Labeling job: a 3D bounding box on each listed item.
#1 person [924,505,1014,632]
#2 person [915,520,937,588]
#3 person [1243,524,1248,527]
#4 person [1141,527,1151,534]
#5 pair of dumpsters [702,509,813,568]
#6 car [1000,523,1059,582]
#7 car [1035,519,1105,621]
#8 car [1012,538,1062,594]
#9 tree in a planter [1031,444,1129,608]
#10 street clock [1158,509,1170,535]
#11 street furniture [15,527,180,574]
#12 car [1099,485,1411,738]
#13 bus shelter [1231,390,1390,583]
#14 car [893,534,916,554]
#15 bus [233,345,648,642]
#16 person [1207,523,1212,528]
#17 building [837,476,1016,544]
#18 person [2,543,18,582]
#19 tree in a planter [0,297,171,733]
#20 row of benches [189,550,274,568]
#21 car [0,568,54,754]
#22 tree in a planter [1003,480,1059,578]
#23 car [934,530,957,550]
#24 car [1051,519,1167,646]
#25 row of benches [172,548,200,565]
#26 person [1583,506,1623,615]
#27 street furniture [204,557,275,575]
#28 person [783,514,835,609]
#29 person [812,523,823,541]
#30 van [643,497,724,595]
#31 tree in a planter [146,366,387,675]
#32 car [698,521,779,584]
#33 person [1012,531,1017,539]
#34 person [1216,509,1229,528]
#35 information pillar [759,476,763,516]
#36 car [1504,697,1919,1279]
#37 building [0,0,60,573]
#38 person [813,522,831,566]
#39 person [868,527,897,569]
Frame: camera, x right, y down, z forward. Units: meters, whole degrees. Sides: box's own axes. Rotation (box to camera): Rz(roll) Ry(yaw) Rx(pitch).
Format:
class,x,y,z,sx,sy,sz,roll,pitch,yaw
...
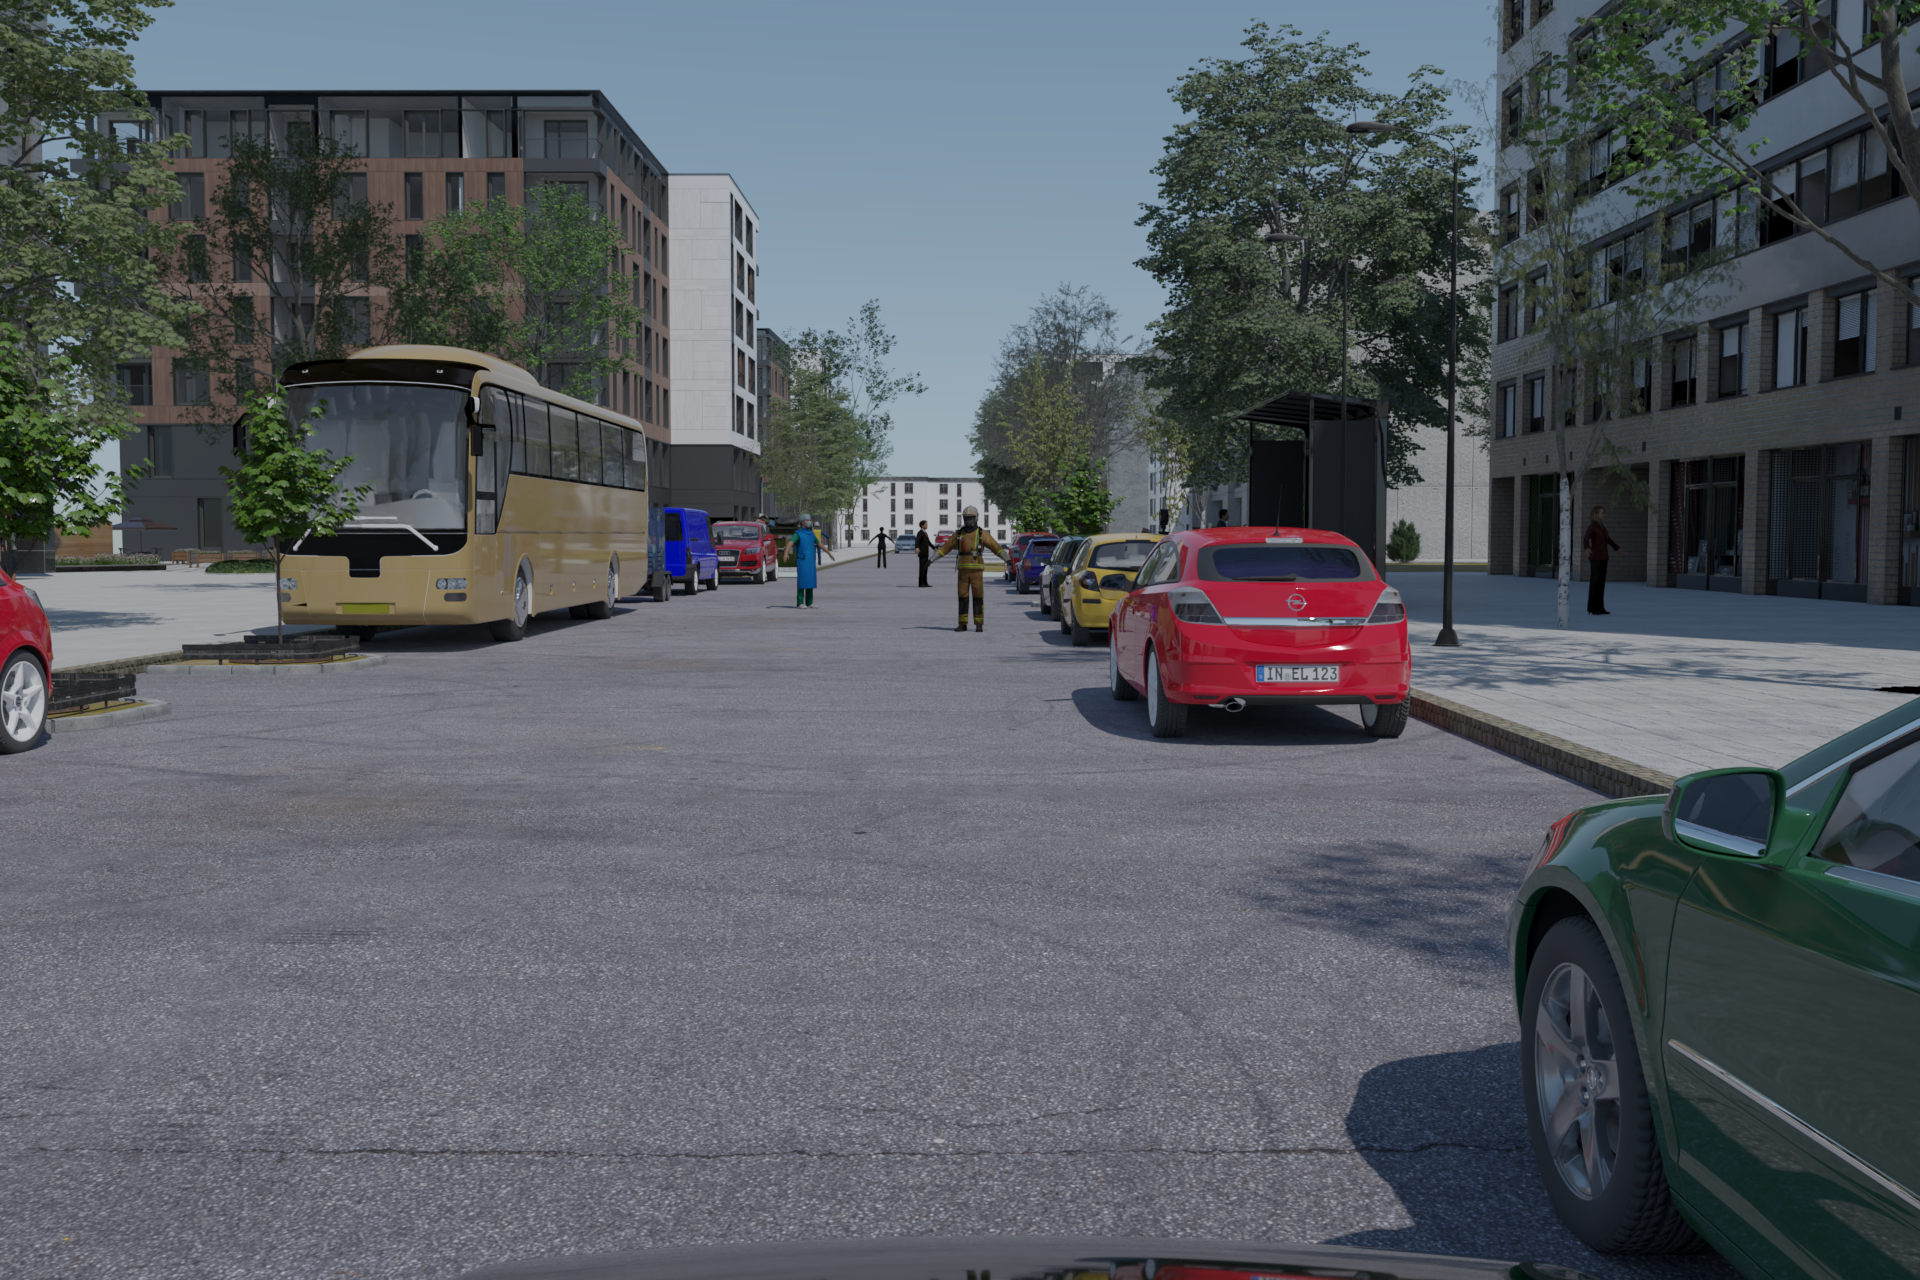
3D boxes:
class,x,y,z,sx,sy,sz,roll,pitch,yaw
person,0.149,-1.050,25.393,1.354,1.858,0.705,1,4,15
person,-0.951,-2.314,46.472,0.705,1.806,1.347,1,4,22
person,13.382,-4.536,80.881,1.216,1.740,0.721,-1,4,-19
person,4.035,-1.868,39.770,0.799,1.438,0.628,-3,5,-43
pair of dumpsters,-7.090,-3.195,57.191,4.436,2.255,1.574,0,4,0
car,2.294,-2.675,52.774,2.155,1.783,4.494,0,4,-1
car,2.326,-1.228,29.857,2.009,1.686,4.222,0,4,-1
car,2.262,-1.830,42.505,1.945,1.354,3.894,0,4,0
tree in a planter,2.417,-2.268,34.299,1.991,3.239,1.994,0,4,1
street clock,5.897,-2.789,50.163,0.358,2.002,0.471,0,4,0
street furniture,-31.177,-3.247,59.941,9.812,1.723,11.010,2,4,26
car,2.218,-0.283,13.675,2.155,1.783,4.494,0,4,-1
bus shelter,6.238,-2.456,31.440,1.731,3.624,6.357,0,3,0
car,-3.905,-7.105,128.169,2.014,1.417,4.499,0,4,0
bus,-7.062,-2.125,26.297,2.896,3.916,12.252,0,4,0
person,12.128,-4.766,84.050,0.705,1.813,1.348,0,4,0
building,-5.120,-18.836,252.578,28.070,9.664,9.099,0,4,-6
person,-20.453,-1.854,37.137,0.721,1.735,1.217,-2,4,-28
tree in a planter,-7.285,-0.979,13.235,1.991,3.239,1.994,0,4,1
row of benches,-28.036,-3.177,67.402,1.422,0.672,4.104,3,4,39
car,-7.005,-0.051,9.876,2.155,1.783,4.494,0,4,0
tree in a planter,2.407,-3.655,56.981,1.991,3.239,1.994,0,4,1
car,-1.244,-9.055,156.723,2.281,1.827,5.304,0,4,0
car,2.279,-0.818,23.590,2.015,1.641,3.980,0,4,0
row of benches,-33.093,-3.590,74.157,1.422,0.672,4.104,-1,4,-15
person,10.205,-1.266,27.499,1.215,1.729,0.721,-3,5,-45
street furniture,-20.813,-2.675,59.357,10.072,0.657,5.734,-3,4,-36
person,-2.942,-1.508,33.248,0.704,1.817,1.347,3,5,40
person,-7.445,-4.956,87.177,1.345,1.843,0.704,3,4,37
van,-7.098,-2.313,42.200,2.240,2.365,5.245,0,4,0
tree in a planter,-7.318,-1.304,18.546,1.991,3.239,1.994,0,4,0
car,-6.554,-2.585,50.932,2.281,1.827,5.304,0,4,0
person,2.938,-5.329,96.399,0.599,1.433,0.991,0,4,7
person,5.683,-1.907,37.228,0.704,1.823,1.345,0,4,4
information pillar,-8.060,-4.826,70.264,0.183,3.616,0.504,0,4,1
car,2.165,0.594,2.093,2.131,1.459,4.920,0,4,-1
building,-33.007,-15.884,39.287,16.754,29.471,25.880,0,4,-1
person,-5.813,-3.890,70.072,1.216,1.772,0.721,-1,4,-18
person,-3.244,-3.845,72.048,1.216,1.740,0.721,0,4,3
